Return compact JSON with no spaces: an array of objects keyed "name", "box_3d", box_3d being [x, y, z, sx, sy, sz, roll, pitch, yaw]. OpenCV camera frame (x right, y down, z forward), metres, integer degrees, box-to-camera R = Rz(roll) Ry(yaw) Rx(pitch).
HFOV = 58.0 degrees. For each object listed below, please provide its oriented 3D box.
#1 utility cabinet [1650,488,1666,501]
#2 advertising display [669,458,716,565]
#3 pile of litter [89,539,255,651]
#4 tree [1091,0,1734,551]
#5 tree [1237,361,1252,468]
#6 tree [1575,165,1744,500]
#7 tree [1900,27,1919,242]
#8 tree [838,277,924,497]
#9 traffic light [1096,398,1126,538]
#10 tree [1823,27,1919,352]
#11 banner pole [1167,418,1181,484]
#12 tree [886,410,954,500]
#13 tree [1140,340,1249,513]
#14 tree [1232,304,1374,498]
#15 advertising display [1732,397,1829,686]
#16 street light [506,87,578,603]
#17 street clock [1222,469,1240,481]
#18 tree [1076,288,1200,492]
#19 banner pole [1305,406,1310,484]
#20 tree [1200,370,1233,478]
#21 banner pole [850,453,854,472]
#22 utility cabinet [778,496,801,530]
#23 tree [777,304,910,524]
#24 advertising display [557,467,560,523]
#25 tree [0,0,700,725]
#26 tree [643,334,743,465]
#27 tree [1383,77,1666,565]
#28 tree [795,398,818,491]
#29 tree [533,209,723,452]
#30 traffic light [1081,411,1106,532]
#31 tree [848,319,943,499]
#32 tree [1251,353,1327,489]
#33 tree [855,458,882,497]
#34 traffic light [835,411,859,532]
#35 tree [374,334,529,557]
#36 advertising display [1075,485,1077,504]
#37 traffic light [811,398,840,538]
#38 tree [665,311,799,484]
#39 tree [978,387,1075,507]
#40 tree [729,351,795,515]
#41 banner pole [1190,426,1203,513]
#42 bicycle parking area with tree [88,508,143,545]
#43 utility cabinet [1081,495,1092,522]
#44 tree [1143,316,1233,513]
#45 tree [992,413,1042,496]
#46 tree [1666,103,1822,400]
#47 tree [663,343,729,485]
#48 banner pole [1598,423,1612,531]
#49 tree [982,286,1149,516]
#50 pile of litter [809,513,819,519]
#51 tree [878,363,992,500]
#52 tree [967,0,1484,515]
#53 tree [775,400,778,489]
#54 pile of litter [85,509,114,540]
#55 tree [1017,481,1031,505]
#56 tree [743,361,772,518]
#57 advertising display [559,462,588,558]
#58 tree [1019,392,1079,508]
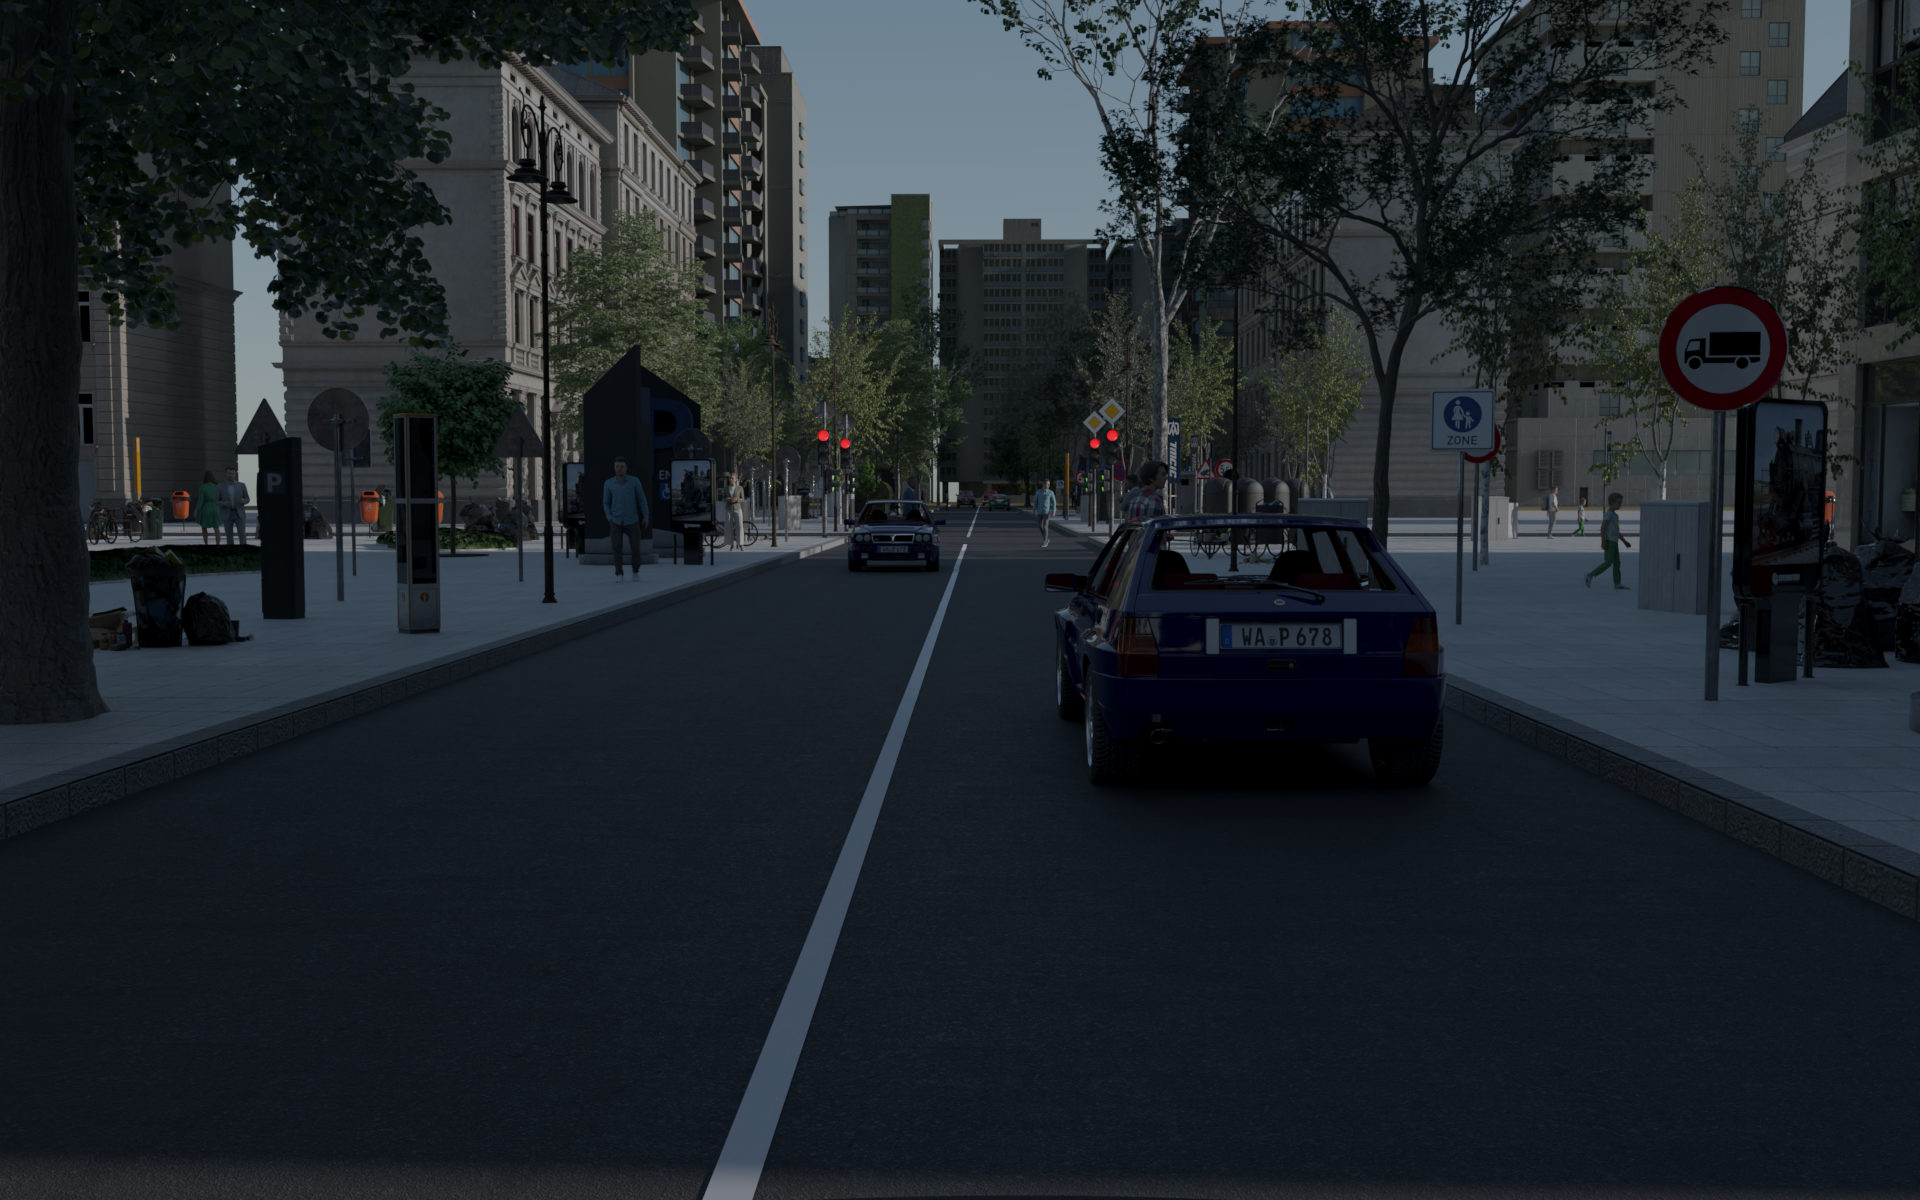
[{"name":"utility cabinet","box_3d":[24.690,-3.221,61.337,0.318,1.500,1.173,2,4,33]},{"name":"advertising display","box_3d":[-4.834,-1.598,31.342,0.974,1.923,0.123,2,4,30]},{"name":"pile of litter","box_3d":[-6.921,-0.046,14.725,1.719,0.858,1.176,-2,4,-24]},{"name":"tree","box_3d":[5.516,-5.414,22.934,8.767,10.594,7.601,1,4,22]},{"name":"tree","box_3d":[15.307,-8.939,96.521,4.360,8.622,3.978,0,3,0]},{"name":"tree","box_3d":[16.157,-5.469,39.788,4.737,8.622,4.395,0,3,0]},{"name":"tree","box_3d":[13.647,-4.361,21.669,4.360,8.622,3.978,0,3,0]},{"name":"tree","box_3d":[-4.629,-18.217,153.730,12.611,20.169,13.585,0,3,0]},{"name":"traffic light","box_3d":[4.410,-3.773,50.605,0.839,4.253,0.868,0,4,1]},{"name":"tree","box_3d":[15.632,-4.696,27.144,4.737,8.622,4.395,0,3,0]},{"name":"banner pole","box_3d":[6.015,-3.670,50.022,0.863,3.779,0.401,-1,4,-21]},{"name":"tree","box_3d":[-4.109,-14.226,167.007,7.601,10.594,8.767,-3,5,-39]},{"name":"tree","box_3d":[15.848,-11.782,118.384,9.928,11.665,9.643,0,3,0]},{"name":"tree","box_3d":[13.499,-7.017,65.087,4.737,8.622,4.395,0,3,0]},{"name":"advertising display","box_3d":[5.586,-0.403,11.802,0.974,1.923,0.123,-3,4,-36]},{"name":"street light","box_3d":[-4.844,-2.904,20.262,0.468,5.910,1.993,0,4,1]},{"name":"street clock","box_3d":[7.821,-2.783,50.073,0.471,2.002,0.358,0,4,-2]},{"name":"tree","box_3d":[6.028,-6.801,61.560,4.360,8.622,3.978,0,3,0]},{"name":"banner pole","box_3d":[9.831,-3.614,49.099,0.401,3.779,0.863,1,4,10]},{"name":"tree","box_3d":[11.238,-8.523,89.708,4.360,8.622,3.978,0,3,0]},{"name":"banner pole","box_3d":[-6.070,-6.301,93.033,0.863,3.779,0.401,1,4,9]},{"name":"utility cabinet","box_3d":[-6.142,-3.133,62.391,0.306,1.237,1.020,2,4,31]},{"name":"tree","box_3d":[-4.218,-7.201,68.105,4.737,8.622,4.395,0,3,0]},{"name":"advertising display","box_3d":[-9.015,-2.149,40.350,0.974,1.923,0.123,3,5,39]},{"name":"tree","box_3d":[-5.339,-6.299,9.636,9.857,13.997,8.962,0,3,0]},{"name":"tree","box_3d":[-12.548,-7.691,76.109,4.737,8.622,4.395,0,3,0]},{"name":"tree","box_3d":[9.770,-4.946,31.228,4.360,8.622,3.978,0,3,0]},{"name":"tree","box_3d":[-11.898,-10.682,125.018,4.360,8.622,3.978,0,3,0]},{"name":"tree","box_3d":[-13.114,-9.228,69.010,7.486,12.596,7.792,0,3,0]},{"name":"traffic light","box_3d":[4.520,-4.261,58.589,0.839,4.253,0.868,0,4,1]},{"name":"tree","box_3d":[-4.404,-11.902,112.730,7.486,12.596,7.792,0,3,0]},{"name":"tree","box_3d":[17.237,-8.514,89.561,4.360,8.622,3.978,0,3,0]},{"name":"tree","box_3d":[-4.471,-5.533,85.067,1.663,3.219,1.824,0,3,0]},{"name":"traffic light","box_3d":[-3.840,-4.267,58.688,0.839,4.253,0.868,0,4,1]},{"name":"tree","box_3d":[-10.475,-3.173,35.595,4.285,4.588,4.351,0,3,0]},{"name":"advertising display","box_3d":[8.609,-7.154,122.182,0.974,1.923,0.123,0,4,3]},{"name":"traffic light","box_3d":[-3.950,-3.779,50.704,0.839,4.253,0.868,0,4,1]},{"name":"tree","box_3d":[-13.107,-10.628,99.527,9.928,11.665,9.643,0,3,0]},{"name":"tree","box_3d":[6.619,-15.582,171.776,9.611,12.733,9.660,0,3,0]},{"name":"tree","box_3d":[-11.032,-8.389,87.518,4.360,8.622,3.978,0,3,0]},{"name":"banner pole","box_3d":[8.735,-4.520,63.917,0.401,3.779,0.863,-2,4,-28]},{"name":"bicycle parking area with tree","box_3d":[-25.417,-3.387,42.376,8.231,4.147,9.016,1,4,15]},{"name":"utility cabinet","box_3d":[5.730,-4.132,78.722,0.306,1.237,1.020,-1,4,-10]},{"name":"tree","box_3d":[9.655,-7.368,70.829,4.737,8.622,4.395,0,3,0]},{"name":"tree","box_3d":[6.916,-15.637,181.416,9.928,11.665,9.643,0,3,0]},{"name":"tree","box_3d":[15.299,-5.031,32.619,4.360,8.622,3.978,0,3,0]},{"name":"tree","box_3d":[-13.513,-8.099,82.777,4.360,8.622,3.978,0,3,0]},{"name":"banner pole","box_3d":[22.652,-4.319,60.636,0.401,3.779,0.863,0,4,4]},{"name":"tree","box_3d":[6.275,-11.675,101.253,12.009,13.543,11.850,0,3,0]},{"name":"pile of litter","box_3d":[-8.123,-4.738,91.431,1.176,0.858,1.719,-2,4,-30]},{"name":"tree","box_3d":[-3.084,-12.811,135.216,9.928,11.665,9.643,0,3,0]},{"name":"tree","box_3d":[6.163,-11.356,41.560,12.611,20.169,13.585,0,3,0]},{"name":"tree","box_3d":[-5.397,-7.578,74.262,4.737,8.622,4.395,0,3,0]},{"name":"pile of litter","box_3d":[-24.583,-2.143,49.002,1.176,0.858,1.719,-2,4,-23]},{"name":"tree","box_3d":[7.505,-13.059,208.117,1.663,3.219,1.824,0,3,0]},{"name":"tree","box_3d":[-11.158,-8.716,92.869,4.737,8.622,4.395,0,3,0]},{"name":"advertising display","box_3d":[-7.589,-1.817,34.923,0.123,1.923,0.974,3,4,38]},{"name":"tree","box_3d":[6.463,-10.717,125.583,4.737,8.622,4.395,0,3,0]}]
